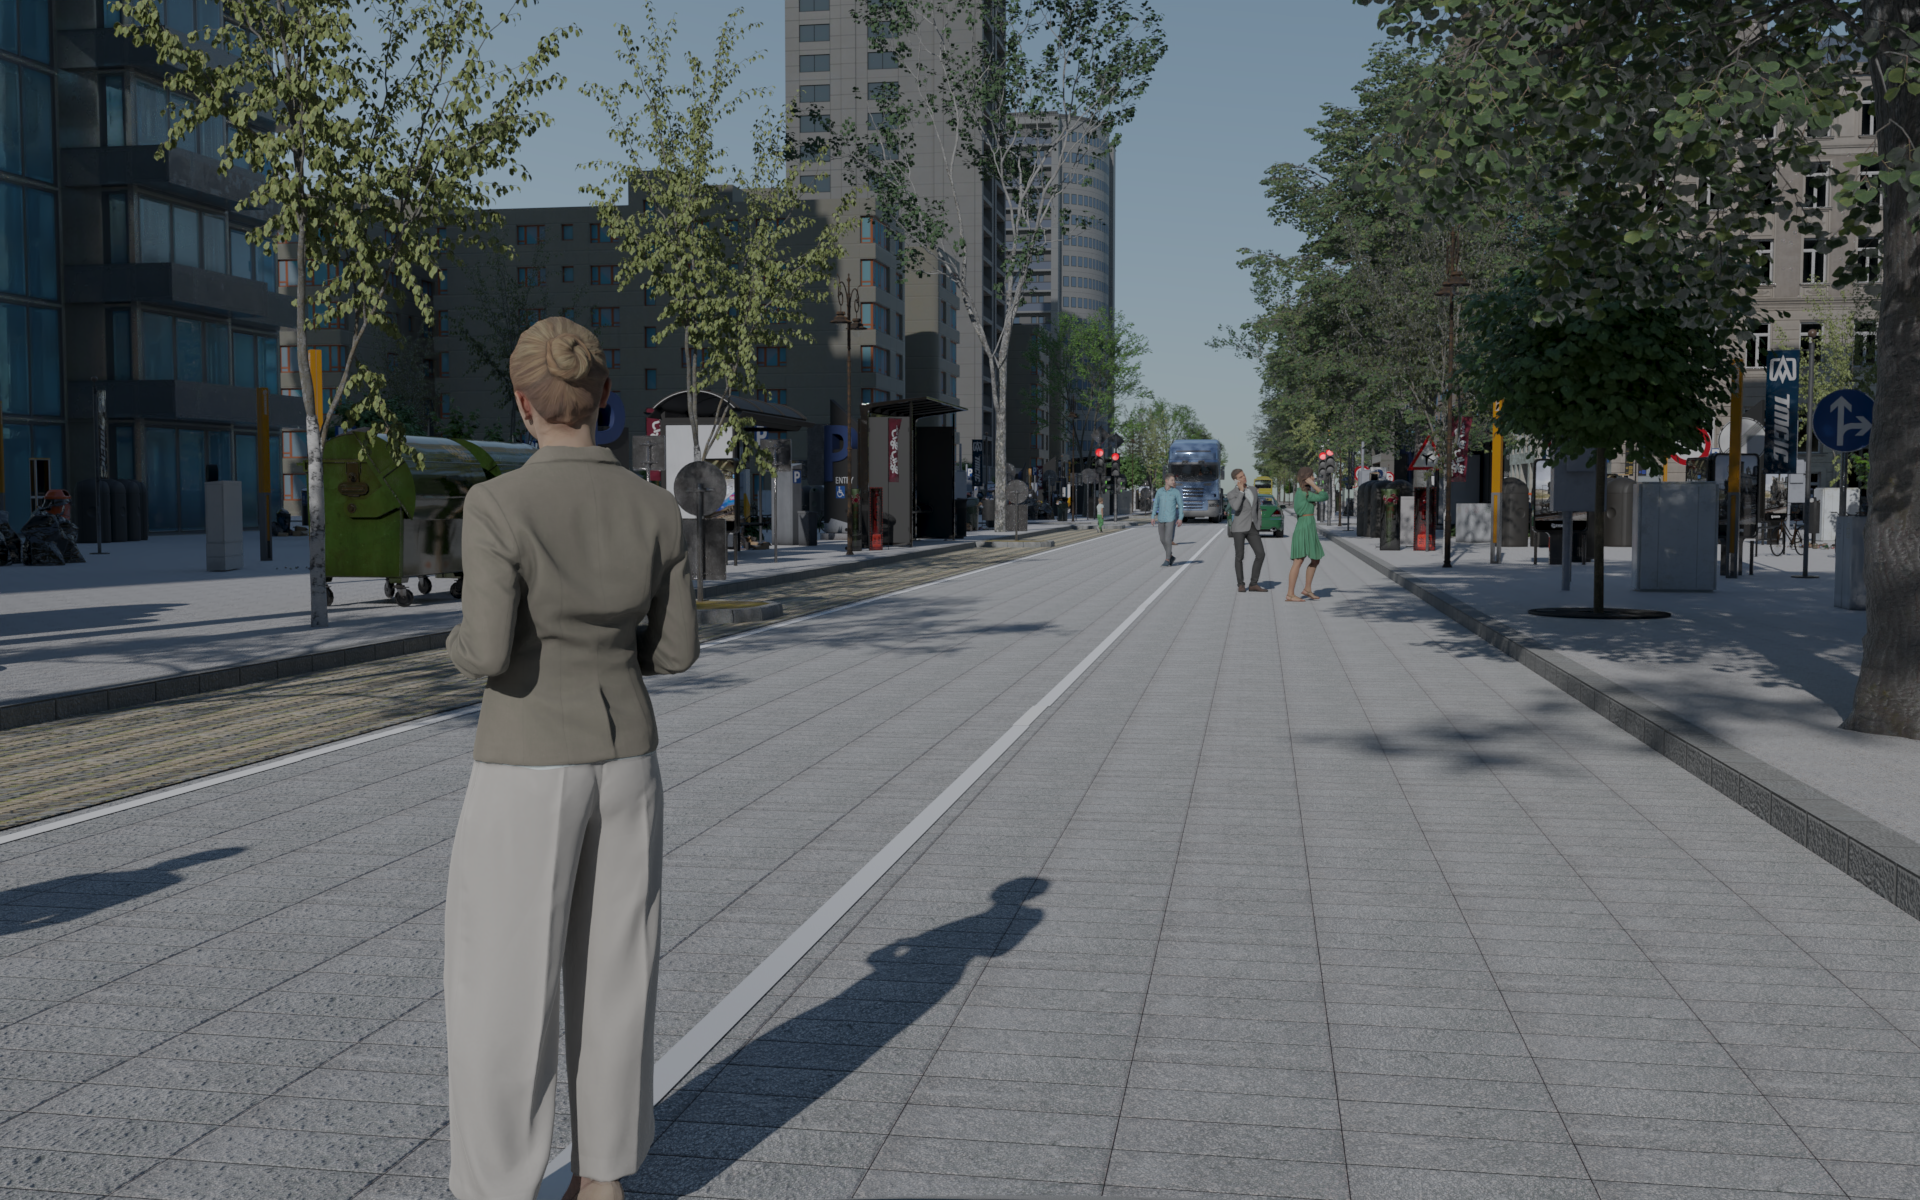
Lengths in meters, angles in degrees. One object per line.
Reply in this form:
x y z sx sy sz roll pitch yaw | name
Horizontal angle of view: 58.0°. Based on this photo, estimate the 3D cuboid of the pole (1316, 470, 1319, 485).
24.104 -7.512 116.670 0.158 3.312 0.155 0 3 0 | pole

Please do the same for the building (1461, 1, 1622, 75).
51.777 -31.064 158.012 14.600 45.320 14.200 1 4 10 | building

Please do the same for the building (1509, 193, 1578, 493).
43.310 -16.087 117.771 10.420 20.320 16.860 1 4 10 | building

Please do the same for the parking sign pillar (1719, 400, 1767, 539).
22.673 -3.771 50.130 1.447 3.967 1.447 -2 4 -34 | parking sign pillar

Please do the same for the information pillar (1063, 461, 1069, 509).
7.358 -8.045 122.895 0.183 3.616 0.504 -1 4 -16 | information pillar

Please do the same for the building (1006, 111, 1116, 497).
12.202 -44.333 266.840 21.231 58.520 28.212 1 4 10 | building

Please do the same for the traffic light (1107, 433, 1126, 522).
7.137 -5.519 79.153 0.839 4.253 0.868 1 4 10 | traffic light

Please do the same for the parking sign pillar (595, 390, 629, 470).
-6.734 -2.674 32.188 1.447 3.967 1.447 2 4 30 | parking sign pillar

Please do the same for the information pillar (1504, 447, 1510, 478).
26.474 -5.667 84.011 0.504 3.616 0.183 -2 4 -35 | information pillar

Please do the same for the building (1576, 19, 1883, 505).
46.400 -18.028 92.023 25.104 27.353 12.463 1 4 10 | building

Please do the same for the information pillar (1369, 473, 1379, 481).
14.216 -3.365 59.506 0.304 2.012 0.304 1 4 9 | information pillar

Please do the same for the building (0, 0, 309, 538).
-38.460 -26.540 53.532 30.456 49.044 23.786 1 4 10 | building

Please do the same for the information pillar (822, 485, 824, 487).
-7.327 -6.268 93.839 0.183 3.616 0.504 -3 4 -38 | information pillar

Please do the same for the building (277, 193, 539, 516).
-47.998 -16.633 116.992 28.899 21.520 27.650 1 4 10 | building

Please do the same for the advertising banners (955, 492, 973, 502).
-0.123 -6.934 109.552 2.074 3.025 0.090 2 4 30 | advertising banners

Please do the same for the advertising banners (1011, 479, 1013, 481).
3.341 -7.246 114.652 0.090 3.025 2.074 0 4 -5 | advertising banners

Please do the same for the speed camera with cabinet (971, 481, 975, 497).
0.453 -7.327 114.129 0.660 3.252 2.038 1 4 14 | speed camera with cabinet

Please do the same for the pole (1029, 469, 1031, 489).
5.600 -8.848 138.515 0.158 3.312 0.155 0 3 0 | pole

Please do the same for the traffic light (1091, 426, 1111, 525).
5.780 -5.037 71.283 0.839 4.253 0.868 1 4 10 | traffic light

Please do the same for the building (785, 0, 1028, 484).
-4.151 -44.539 166.461 20.563 71.187 20.611 1 4 10 | building

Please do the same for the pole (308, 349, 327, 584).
-9.119 -1.880 24.577 0.158 3.312 0.155 0 3 0 | pole

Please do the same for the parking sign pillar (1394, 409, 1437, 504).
14.149 -4.071 55.040 1.447 3.967 1.447 2 4 27 | parking sign pillar

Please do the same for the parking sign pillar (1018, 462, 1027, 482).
5.298 -9.692 146.934 1.447 3.967 1.447 1 4 16 | parking sign pillar

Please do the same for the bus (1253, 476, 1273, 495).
42.159 -15.257 241.002 2.896 3.916 12.252 1 4 10 | bus

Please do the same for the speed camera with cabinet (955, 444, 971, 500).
-0.502 -4.525 68.326 0.660 3.252 2.038 -2 4 -32 | speed camera with cabinet

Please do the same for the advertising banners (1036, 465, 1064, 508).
5.478 -6.694 105.640 2.074 3.025 0.090 3 5 40 | advertising banners

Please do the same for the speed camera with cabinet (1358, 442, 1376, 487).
15.366 -4.307 64.749 0.660 3.252 2.038 0 4 2 | speed camera with cabinet

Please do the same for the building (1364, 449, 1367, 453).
76.121 -32.186 297.940 14.160 30.474 14.107 1 4 10 | building

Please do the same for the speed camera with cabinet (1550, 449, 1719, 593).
8.915 -1.749 22.931 2.038 3.252 0.660 1 4 14 | speed camera with cabinet

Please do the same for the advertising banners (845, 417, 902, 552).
-1.930 -2.630 39.188 0.090 3.025 2.074 2 4 35 | advertising banners

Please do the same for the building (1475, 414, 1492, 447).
50.036 -16.632 139.380 16.820 18.784 16.811 1 4 10 | building

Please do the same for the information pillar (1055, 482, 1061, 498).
5.815 -5.986 102.356 0.304 2.012 0.304 1 4 15 | information pillar

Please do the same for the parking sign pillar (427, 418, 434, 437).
-18.819 -4.497 61.994 1.447 3.967 1.447 -1 4 -23 | parking sign pillar

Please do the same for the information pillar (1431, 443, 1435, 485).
21.611 -5.409 79.797 0.504 3.616 0.183 0 4 3 | information pillar

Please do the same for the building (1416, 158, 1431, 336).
62.311 -32.958 193.483 22.147 44.769 28.867 1 4 10 | building

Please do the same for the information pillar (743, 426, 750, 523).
-7.091 -4.052 57.610 0.183 3.616 0.504 1 4 9 | information pillar

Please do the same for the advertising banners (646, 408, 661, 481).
-6.791 -2.364 34.840 2.074 3.025 0.090 -2 4 -31 | advertising banners

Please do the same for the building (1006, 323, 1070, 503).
-3.104 -21.280 192.969 27.650 21.520 28.899 1 4 10 | building

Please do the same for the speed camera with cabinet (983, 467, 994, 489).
2.658 -8.066 126.221 2.038 3.252 0.660 -2 4 -26 | speed camera with cabinet

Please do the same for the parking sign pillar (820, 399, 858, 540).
-3.238 -3.691 48.812 1.447 3.967 1.447 3 5 40 | parking sign pillar

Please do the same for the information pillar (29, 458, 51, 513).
-18.830 -1.896 35.491 0.304 2.012 0.304 3 5 42 | information pillar

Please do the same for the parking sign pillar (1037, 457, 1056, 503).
6.200 -8.316 124.445 1.447 3.967 1.447 -1 4 -11 | parking sign pillar

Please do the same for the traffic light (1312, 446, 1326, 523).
16.218 -5.424 77.608 0.839 4.253 0.868 1 4 10 | traffic light

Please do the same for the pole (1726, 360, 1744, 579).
11.753 -1.983 26.270 0.158 3.312 0.155 0 3 0 | pole

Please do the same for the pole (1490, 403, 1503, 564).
9.876 -2.324 31.838 0.158 3.312 0.155 0 3 0 | pole

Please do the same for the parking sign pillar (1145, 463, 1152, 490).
15.898 -9.783 148.426 1.447 3.967 1.447 -3 5 -44 | parking sign pillar

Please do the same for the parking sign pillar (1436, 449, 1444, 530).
17.761 -4.522 62.404 1.447 3.967 1.447 1 4 12 | parking sign pillar

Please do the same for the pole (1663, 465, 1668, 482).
32.019 -5.189 78.684 0.158 3.312 0.155 0 3 0 | pole

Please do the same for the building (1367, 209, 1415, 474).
77.248 -40.040 278.359 21.300 48.544 21.600 1 4 10 | building

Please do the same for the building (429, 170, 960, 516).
-16.095 -16.684 117.820 27.650 21.520 28.899 1 4 10 | building

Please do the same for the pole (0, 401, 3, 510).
-20.995 -2.693 37.866 0.158 3.312 0.155 0 3 0 | pole

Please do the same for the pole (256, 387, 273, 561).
-13.337 -2.408 33.206 0.158 3.312 0.155 0 3 0 | pole

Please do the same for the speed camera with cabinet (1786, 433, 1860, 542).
23.143 -3.206 46.762 2.038 3.252 0.660 0 4 1 | speed camera with cabinet

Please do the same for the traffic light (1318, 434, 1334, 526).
14.860 -4.943 69.739 0.839 4.253 0.868 1 4 10 | traffic light

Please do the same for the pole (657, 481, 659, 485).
-16.889 -6.282 96.558 0.158 3.312 0.155 0 3 0 | pole

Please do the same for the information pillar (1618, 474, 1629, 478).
24.779 -3.687 64.770 0.304 2.012 0.304 -2 4 -24 | information pillar

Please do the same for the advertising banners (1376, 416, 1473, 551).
10.445 -2.618 38.986 2.074 3.025 0.090 1 4 15 | advertising banners
